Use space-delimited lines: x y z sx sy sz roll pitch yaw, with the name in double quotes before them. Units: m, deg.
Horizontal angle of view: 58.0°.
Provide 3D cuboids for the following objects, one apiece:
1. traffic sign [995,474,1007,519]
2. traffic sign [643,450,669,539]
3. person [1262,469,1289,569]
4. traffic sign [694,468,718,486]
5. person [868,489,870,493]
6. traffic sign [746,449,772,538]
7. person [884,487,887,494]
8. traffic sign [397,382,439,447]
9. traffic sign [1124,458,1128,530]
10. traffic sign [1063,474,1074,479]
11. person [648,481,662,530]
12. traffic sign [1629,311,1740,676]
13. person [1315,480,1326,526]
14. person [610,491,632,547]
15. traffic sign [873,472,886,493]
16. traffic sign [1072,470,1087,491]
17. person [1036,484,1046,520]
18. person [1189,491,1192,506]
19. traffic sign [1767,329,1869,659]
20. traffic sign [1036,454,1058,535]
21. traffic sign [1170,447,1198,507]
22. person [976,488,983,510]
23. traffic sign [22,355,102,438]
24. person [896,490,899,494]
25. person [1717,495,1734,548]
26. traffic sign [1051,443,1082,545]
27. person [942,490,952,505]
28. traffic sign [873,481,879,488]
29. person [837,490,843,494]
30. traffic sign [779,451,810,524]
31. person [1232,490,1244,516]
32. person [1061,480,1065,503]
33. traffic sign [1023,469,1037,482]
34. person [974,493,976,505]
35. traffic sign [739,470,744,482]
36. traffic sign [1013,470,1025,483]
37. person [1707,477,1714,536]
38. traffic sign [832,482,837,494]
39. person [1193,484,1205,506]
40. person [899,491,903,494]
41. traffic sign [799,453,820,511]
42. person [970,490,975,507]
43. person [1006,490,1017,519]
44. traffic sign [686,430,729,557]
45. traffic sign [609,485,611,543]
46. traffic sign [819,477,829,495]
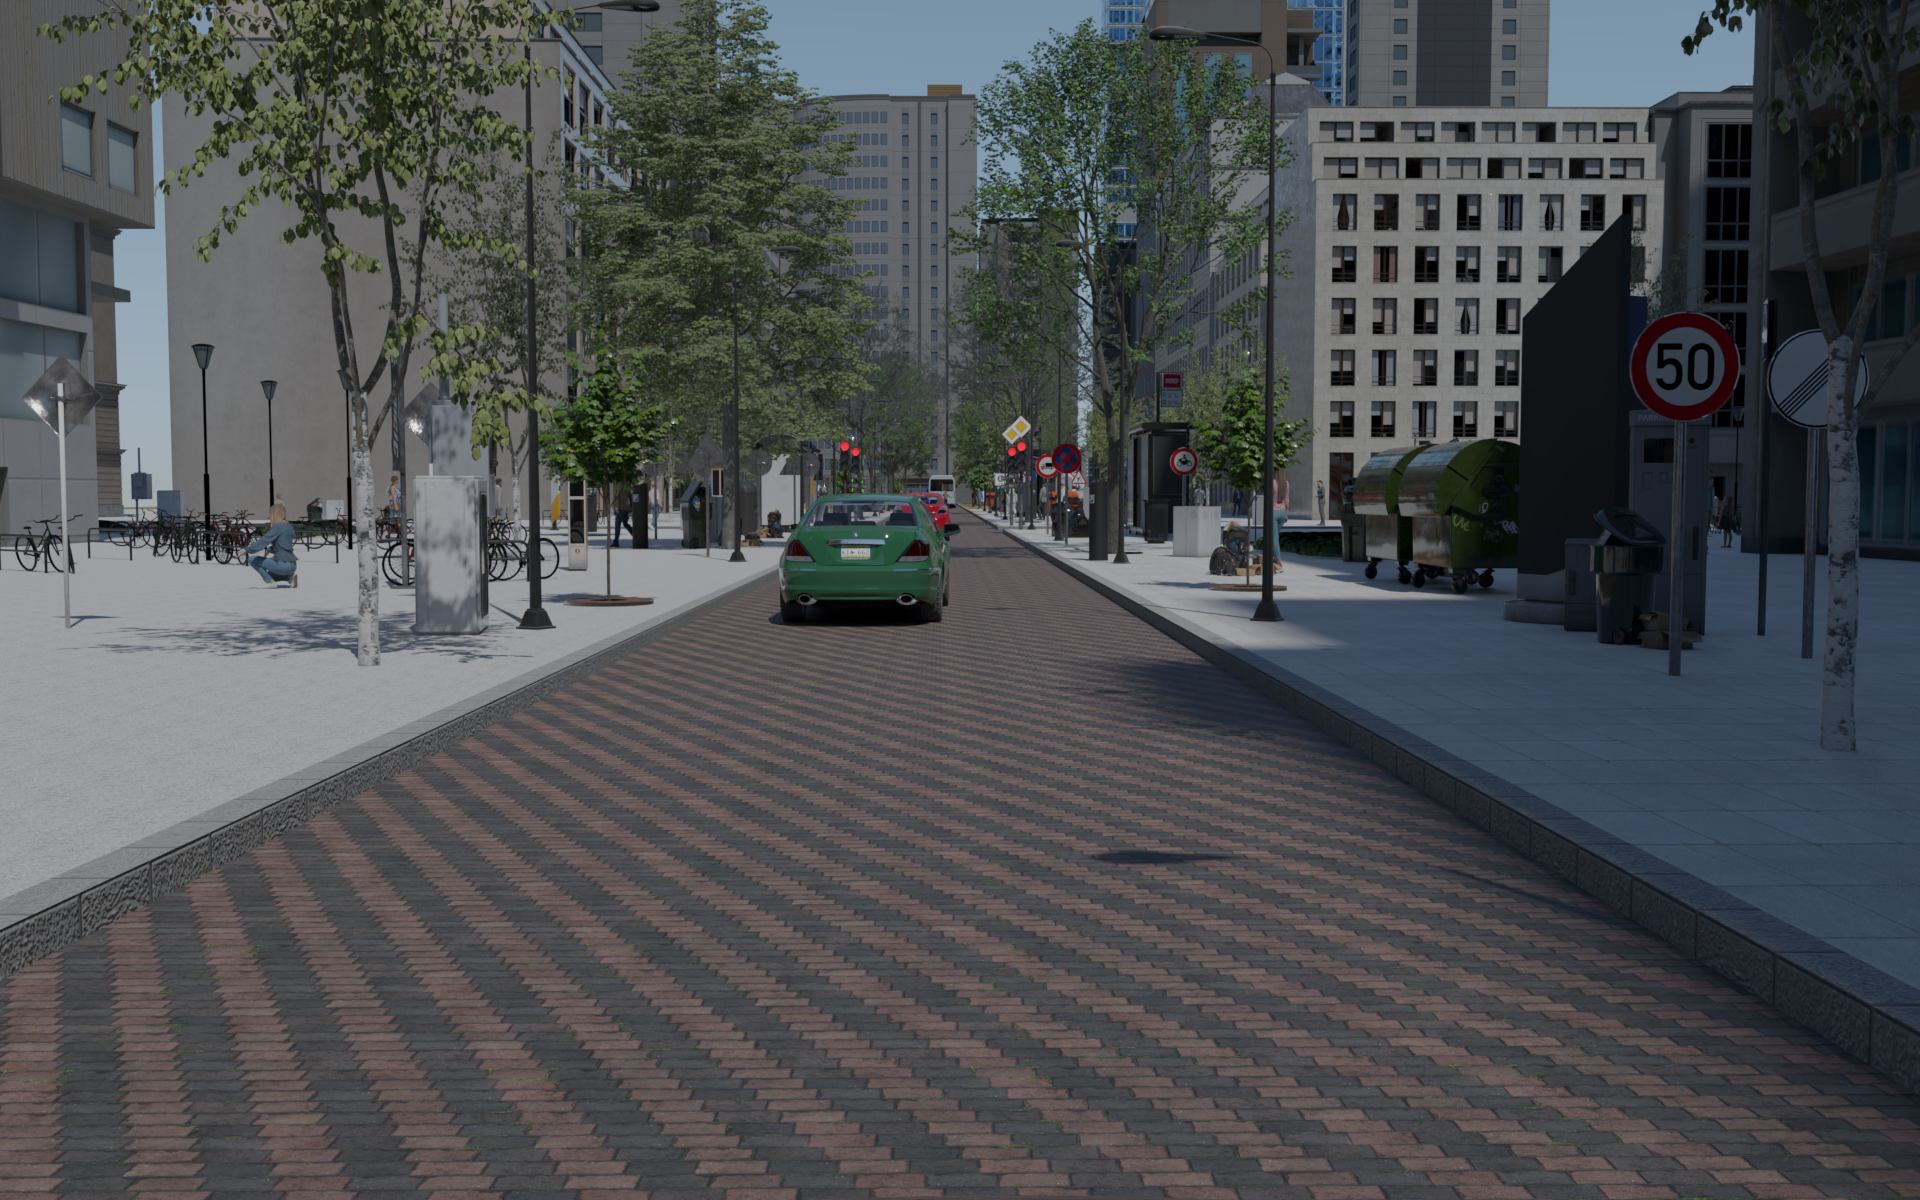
"traffic sign" 2.073 -5.224 87.535 0.606 2.300 0.079 0 4 4
"traffic sign" -8.623 -2.993 49.041 0.768 2.556 0.104 0 4 8
"person" 5.441 -1.449 29.750 0.555 1.821 0.388 -3 5 -44
"traffic sign" -7.727 -3.211 52.602 0.768 2.556 0.104 0 4 2
"person" -8.485 -9.493 162.061 0.445 1.727 0.742 2 4 27
"traffic sign" -5.714 -3.003 49.205 0.768 2.556 0.104 0 4 3
"person" -5.954 -8.184 139.719 0.748 1.841 0.638 1 4 8
"traffic sign" -6.233 -1.264 20.399 0.795 2.593 0.064 0 4 2
"traffic sign" 5.977 -3.787 62.027 0.768 2.556 0.104 0 4 4
"traffic sign" 5.822 -5.801 94.577 0.795 2.593 0.064 0 4 3
"person" -10.788 -3.328 61.133 0.731 1.740 0.598 2 4 29
"traffic sign" 5.056 -0.738 12.176 0.768 2.556 0.104 0 4 0
"person" 14.615 -3.941 70.286 0.447 1.846 0.655 0 4 3
"person" -8.133 -2.200 41.921 0.836 1.842 0.656 0 4 -4
"traffic sign" -4.715 -6.188 101.271 0.768 2.556 0.104 1 4 8
"traffic sign" 6.260 -5.585 91.320 0.884 2.594 0.081 0 3 0
"person" 4.077 -4.856 85.621 0.592 1.802 0.473 -2 4 -26
"person" 15.707 -6.957 120.146 0.694 1.780 0.624 2 4 29
"traffic sign" 6.621 -0.817 13.459 0.768 2.556 0.104 0 4 3
"traffic sign" 2.775 -3.343 54.765 0.768 2.556 0.104 0 4 6
"traffic sign" 6.133 -2.894 47.428 0.768 2.556 0.104 0 4 6
"person" 1.589 -8.148 139.606 0.444 1.785 0.601 -3 5 -42
"traffic sign" -8.527 -1.024 16.474 0.795 2.593 0.064 0 4 5
"person" -5.741 -9.303 159.624 0.415 1.643 0.593 -2 4 -30
"person" 18.227 -1.868 41.251 0.362 1.253 0.373 -1 4 -15
"traffic sign" 2.680 -2.658 43.569 0.768 2.556 0.104 0 4 6
"person" -1.304 -8.984 155.394 1.348 1.823 0.705 2 4 29
"traffic sign" -7.124 -8.817 144.264 0.768 2.556 0.104 0 4 6
"person" -6.557 -5.400 94.749 0.576 1.772 0.534 0 4 7
"traffic sign" -4.668 -2.992 48.919 0.884 2.594 0.081 0 4 5
"person" 16.125 -5.777 100.672 0.721 1.800 0.419 1 4 9
"person" 4.187 -3.917 69.965 0.818 1.842 0.514 -2 4 -26
"traffic sign" 3.444 -5.287 86.553 0.768 2.556 0.104 0 4 4
"person" 1.786 -12.009 205.647 0.557 1.426 1.065 -1 4 -18
"traffic sign" -9.441 -4.357 73.363 0.606 2.300 0.079 0 4 7
"traffic sign" 3.035 -5.266 86.100 0.884 2.594 0.081 0 4 8
"person" 22.649 -2.821 52.508 0.601 1.785 0.444 -1 4 -13
"traffic sign" -8.343 -7.028 117.032 0.606 2.300 0.079 0 4 1
"person" 11.865 -4.865 85.792 0.606 1.804 0.583 1 4 15
"person" -6.520 -11.244 190.416 0.617 1.759 0.750 1 4 14
"traffic sign" -4.680 -3.244 53.138 0.768 2.556 0.104 0 4 2
"person" 1.191 -10.012 170.555 0.721 1.723 1.217 1 4 11
"person" 2.690 -5.100 89.302 0.514 1.842 0.818 -1 4 -16
"traffic sign" -5.151 -2.161 35.340 0.884 2.594 0.081 0 4 4
"traffic sign" -9.141 -2.758 45.101 0.884 2.594 0.081 0 4 5
"traffic sign" -8.233 -6.299 105.113 0.606 2.300 0.079 0 4 7
